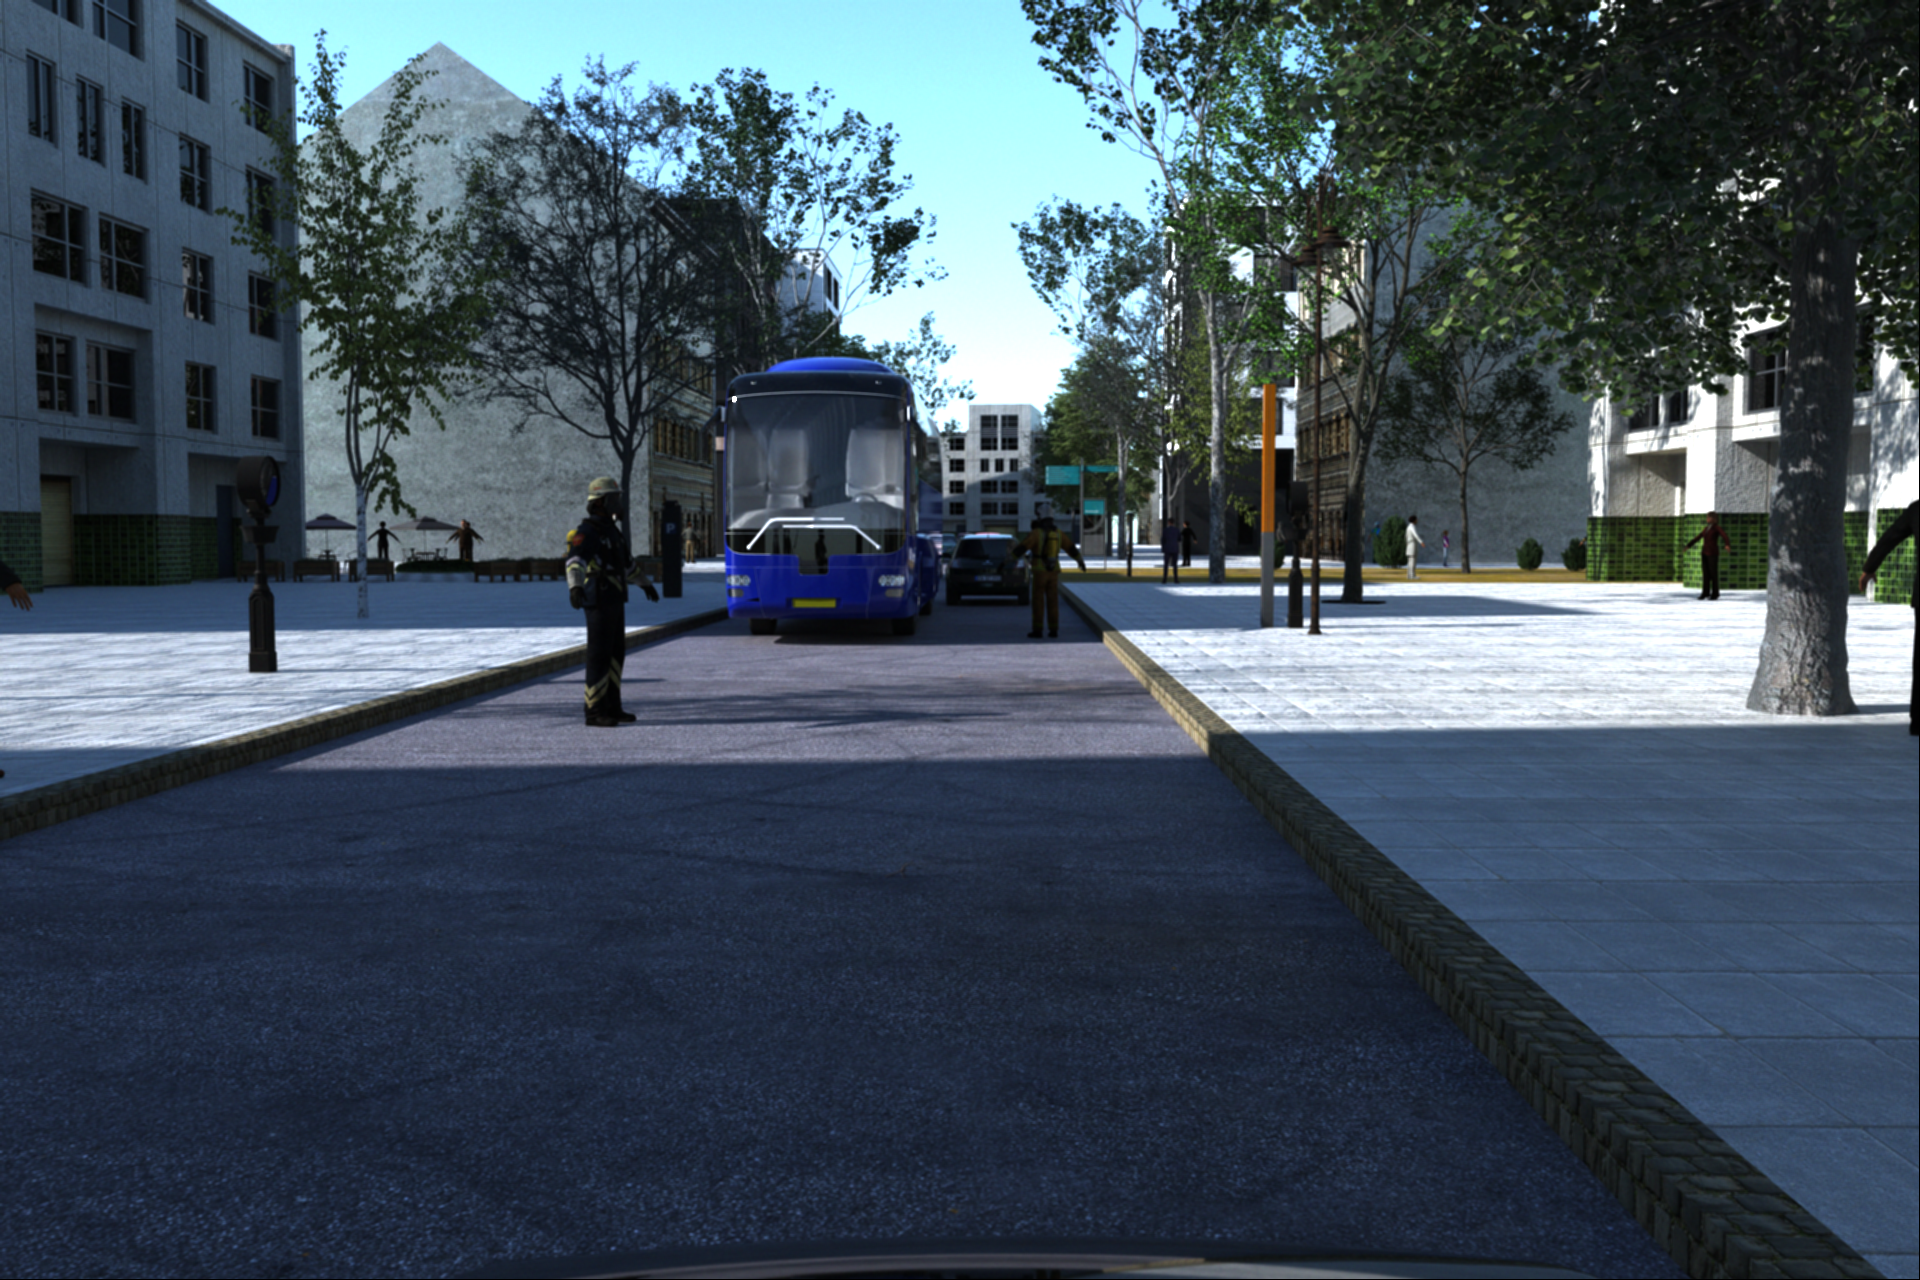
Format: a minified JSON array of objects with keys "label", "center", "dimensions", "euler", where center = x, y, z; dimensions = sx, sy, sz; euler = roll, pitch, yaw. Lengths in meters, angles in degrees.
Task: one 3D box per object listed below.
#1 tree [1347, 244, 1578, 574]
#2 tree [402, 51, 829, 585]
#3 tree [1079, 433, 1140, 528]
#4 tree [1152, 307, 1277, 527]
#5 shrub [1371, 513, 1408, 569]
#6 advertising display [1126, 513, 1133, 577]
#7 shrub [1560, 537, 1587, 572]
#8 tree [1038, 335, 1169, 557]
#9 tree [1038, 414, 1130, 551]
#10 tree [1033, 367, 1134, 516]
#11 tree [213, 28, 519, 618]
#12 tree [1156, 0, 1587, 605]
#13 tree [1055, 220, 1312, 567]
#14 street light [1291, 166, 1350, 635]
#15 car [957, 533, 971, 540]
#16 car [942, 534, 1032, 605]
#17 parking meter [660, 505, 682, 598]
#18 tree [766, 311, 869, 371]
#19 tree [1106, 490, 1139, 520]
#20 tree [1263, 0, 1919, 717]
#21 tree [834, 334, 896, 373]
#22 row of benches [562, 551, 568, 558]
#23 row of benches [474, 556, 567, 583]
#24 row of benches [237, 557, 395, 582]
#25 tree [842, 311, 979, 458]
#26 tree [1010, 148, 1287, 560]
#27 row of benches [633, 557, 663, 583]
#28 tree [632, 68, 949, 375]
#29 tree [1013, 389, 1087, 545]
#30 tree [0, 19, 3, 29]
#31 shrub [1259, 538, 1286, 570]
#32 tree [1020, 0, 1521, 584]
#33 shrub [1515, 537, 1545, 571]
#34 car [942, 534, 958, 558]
[{"label":"tree","center":[16.038,-7.423,55.770],"dimensions":[7.601,10.594,8.767],"euler":[0,4,4]},{"label":"tree","center":[-8.584,-8.182,44.141],"dimensions":[12.009,13.543,11.850],"euler":[0,3,0]},{"label":"tree","center":[8.483,-9.567,106.778],"dimensions":[4.360,8.622,3.978],"euler":[0,3,0]},{"label":"tree","center":[8.284,-6.448,55.784],"dimensions":[4.737,8.622,4.395],"euler":[0,3,0]},{"label":"shrub","center":[16.119,-3.685,64.295],"dimensions":[1.661,2.075,1.752],"euler":[0,3,0]},{"label":"advertising display","center":[5.140,-2.896,52.561],"dimensions":[0.123,1.923,0.974],"euler":[0,4,0]},{"label":"shrub","center":[21.101,-2.948,59.319],"dimensions":[1.383,1.207,1.383],"euler":[0,3,0]},{"label":"tree","center":[8.344,-11.057,98.916],"dimensions":[7.486,12.596,7.792],"euler":[0,3,0]},{"label":"tree","center":[9.640,-12.756,134.314],"dimensions":[9.928,11.665,9.643],"euler":[0,3,0]},{"label":"tree","center":[8.419,-12.082,115.662],"dimensions":[7.486,12.596,7.792],"euler":[0,3,0]},{"label":"tree","center":[-8.929,-4.649,26.381],"dimensions":[4.737,8.622,4.395],"euler":[0,3,0]},{"label":"tree","center":[7.445,-6.481,31.727],"dimensions":[9.928,11.665,9.643],"euler":[0,3,0]},{"label":"tree","center":[8.285,-9.589,67.148],"dimensions":[12.009,13.543,11.850],"euler":[0,3,0]},{"label":"street light","center":[4.544,-3.010,22.007],"dimensions":[0.468,5.910,1.993],"euler":[0,4,1]},{"label":"car","center":[0.497,-8.162,142.481],"dimensions":[2.155,1.783,4.494],"euler":[0,4,1]},{"label":"car","center":[0.603,-1.618,36.234],"dimensions":[2.009,1.686,4.222],"euler":[0,4,2]},{"label":"parking meter","center":[-5.843,-1.794,35.041],"dimensions":[0.399,1.863,0.255],"euler":[0,4,1]},{"label":"tree","center":[-7.412,-10.375,87.754],"dimensions":[7.486,12.596,7.792],"euler":[0,3,0]},{"label":"tree","center":[23.202,-18.834,242.348],"dimensions":[7.601,10.594,8.767],"euler":[1,4,9]},{"label":"tree","center":[6.158,-6.456,12.212],"dimensions":[9.857,13.997,8.962],"euler":[0,3,0]},{"label":"tree","center":[-6.436,-11.009,98.129],"dimensions":[7.486,12.596,7.792],"euler":[0,3,0]},{"label":"row of benches","center":[-14.153,-2.947,63.648],"dimensions":[1.422,0.672,4.104],"euler":[-1,4,-17]},{"label":"row of benches","center":[-11.624,-1.972,47.711],"dimensions":[1.422,0.672,4.104],"euler":[2,4,30]},{"label":"row of benches","center":[-17.233,-1.906,46.633],"dimensions":[4.104,0.672,1.422],"euler":[0,4,-6]},{"label":"tree","center":[-4.807,-17.864,147.965],"dimensions":[12.611,20.169,13.585],"euler":[0,3,0]},{"label":"tree","center":[9.164,-14.038,85.408],"dimensions":[12.611,20.169,13.585],"euler":[0,3,0]},{"label":"row of benches","center":[-8.724,-1.939,47.158],"dimensions":[1.422,0.672,4.104],"euler":[-2,4,-34]},{"label":"tree","center":[-6.847,-13.042,69.119],"dimensions":[12.611,20.169,13.585],"euler":[0,3,0]},{"label":"tree","center":[9.564,-14.434,146.362],"dimensions":[12.009,13.543,11.850],"euler":[0,3,0]},{"label":"tree","center":[-8.893,-3.836,13.078],"dimensions":[4.360,8.622,3.978],"euler":[0,3,0]},{"label":"shrub","center":[11.031,-3.060,61.142],"dimensions":[1.383,1.207,1.383],"euler":[0,3,0]},{"label":"tree","center":[7.743,-11.468,43.386],"dimensions":[12.611,20.169,13.585],"euler":[0,3,0]},{"label":"shrub","center":[20.060,-3.048,60.950],"dimensions":[1.383,1.207,1.383],"euler":[0,3,0]},{"label":"car","center":[-0.888,-4.844,90.998],"dimensions":[2.131,1.459,4.920],"euler":[0,4,2]}]
